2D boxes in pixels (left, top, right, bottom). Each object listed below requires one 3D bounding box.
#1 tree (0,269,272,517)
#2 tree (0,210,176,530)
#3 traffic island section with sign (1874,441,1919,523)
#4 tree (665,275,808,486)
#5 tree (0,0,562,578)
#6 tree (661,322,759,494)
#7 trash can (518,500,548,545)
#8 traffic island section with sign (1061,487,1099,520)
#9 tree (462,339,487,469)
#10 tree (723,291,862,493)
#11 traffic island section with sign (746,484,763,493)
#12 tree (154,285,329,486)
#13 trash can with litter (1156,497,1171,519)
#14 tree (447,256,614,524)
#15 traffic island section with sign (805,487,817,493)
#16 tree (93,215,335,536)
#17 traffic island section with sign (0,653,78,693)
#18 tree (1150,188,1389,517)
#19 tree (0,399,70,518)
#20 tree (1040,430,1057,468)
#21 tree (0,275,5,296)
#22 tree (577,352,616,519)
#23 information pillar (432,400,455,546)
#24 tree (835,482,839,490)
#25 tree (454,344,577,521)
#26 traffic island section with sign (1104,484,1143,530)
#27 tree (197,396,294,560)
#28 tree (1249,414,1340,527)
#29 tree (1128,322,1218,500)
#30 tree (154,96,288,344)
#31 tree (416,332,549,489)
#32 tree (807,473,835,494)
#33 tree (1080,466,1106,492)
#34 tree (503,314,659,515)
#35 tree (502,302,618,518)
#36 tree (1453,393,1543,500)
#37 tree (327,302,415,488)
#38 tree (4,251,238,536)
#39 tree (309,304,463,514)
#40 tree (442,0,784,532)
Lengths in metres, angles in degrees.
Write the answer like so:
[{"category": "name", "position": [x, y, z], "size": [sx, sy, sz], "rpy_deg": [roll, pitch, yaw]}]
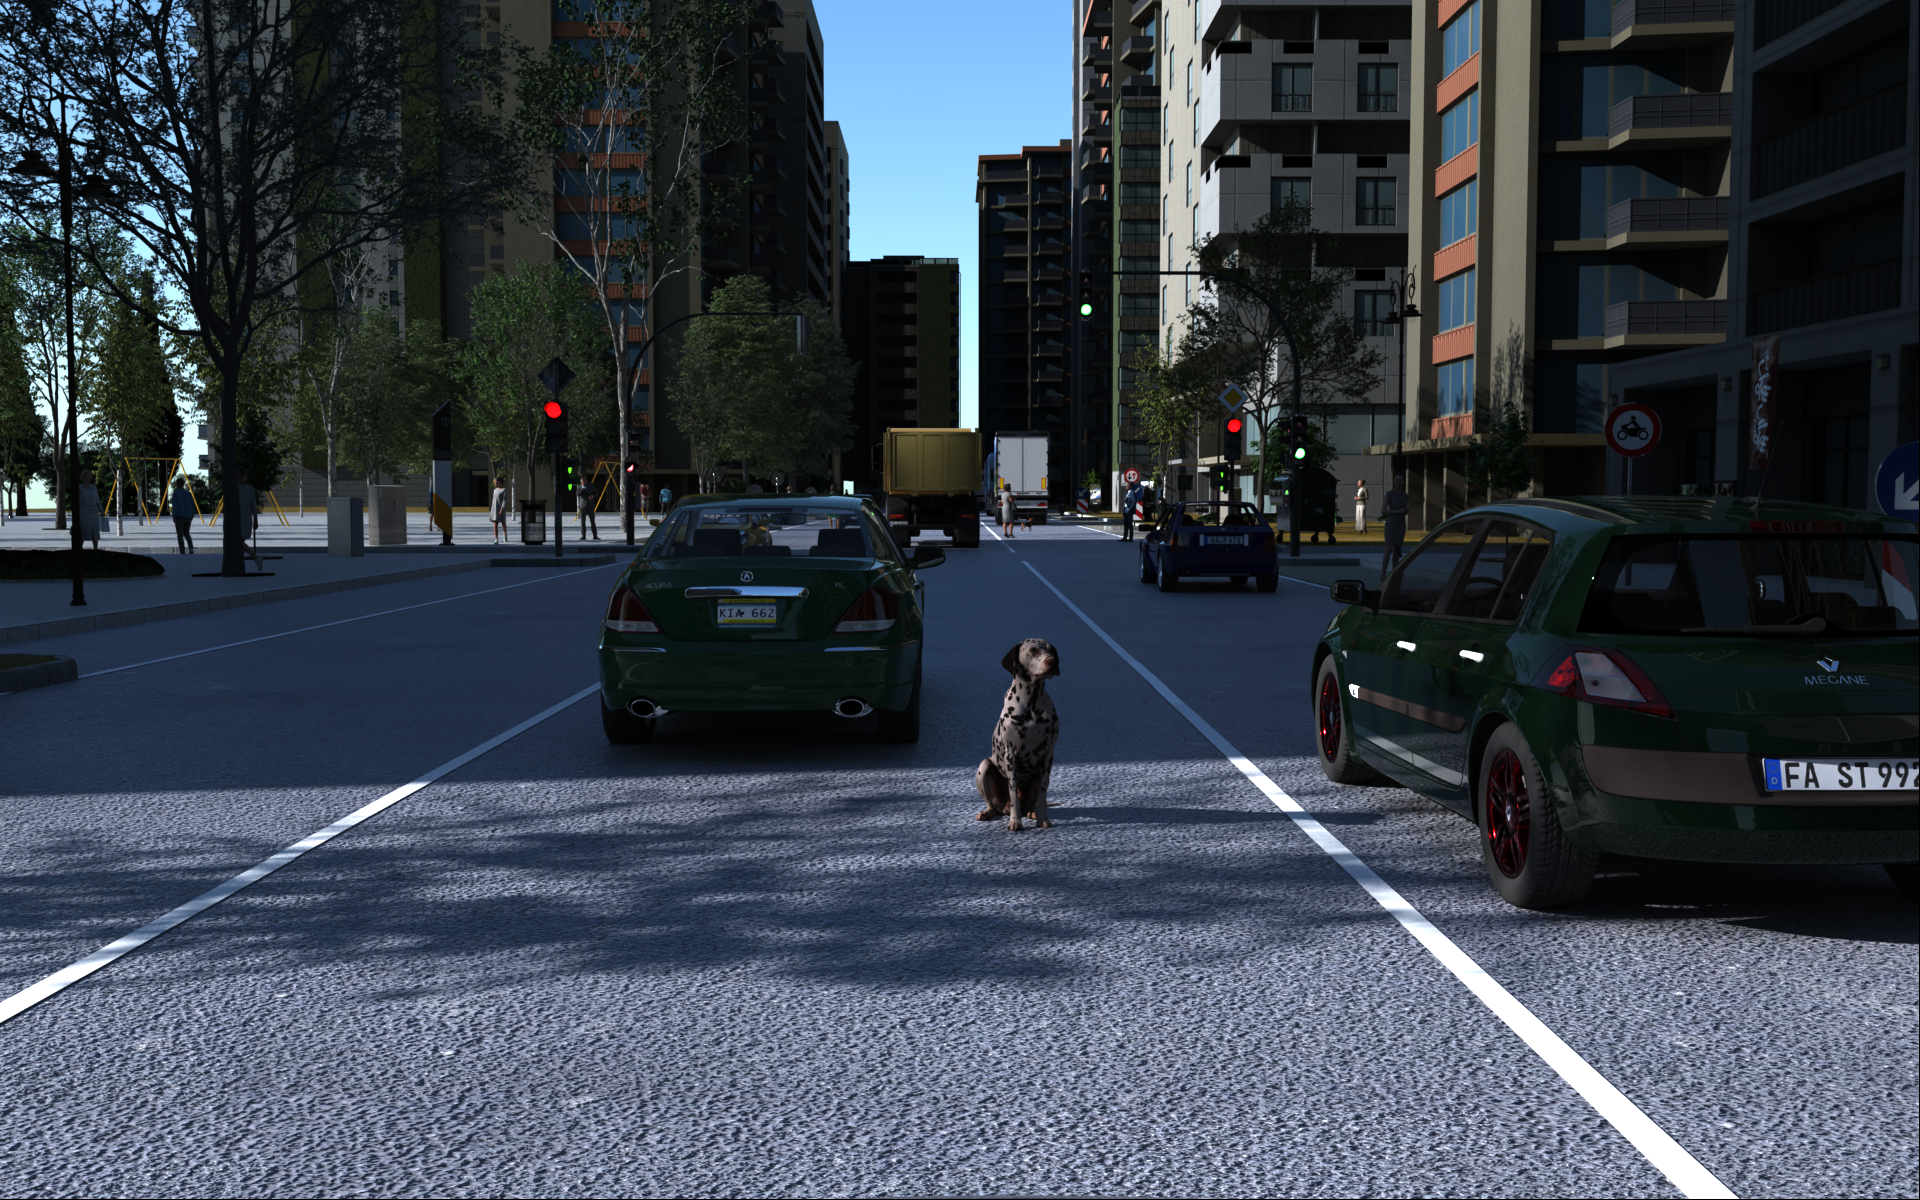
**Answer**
[{"category": "tree", "position": [-50.462, -12.413, 104.776], "size": [13.155, 14.587, 18.604], "rpy_deg": [0, 4, -3]}, {"category": "tree", "position": [-32.209, -8.323, 61.834], "size": [9.928, 11.665, 9.643], "rpy_deg": [0, 3, 0]}, {"category": "traffic island section with sign", "position": [7.012, -0.307, 13.644], "size": [1.989, 1.847, 2.006], "rpy_deg": [0, 4, 0]}, {"category": "tree", "position": [-11.553, -10.519, 90.120], "size": [7.486, 12.596, 7.792], "rpy_deg": [0, 3, 0]}, {"category": "tree", "position": [-11.415, -7.117, 26.740], "size": [12.009, 13.543, 11.850], "rpy_deg": [0, 3, 0]}, {"category": "tree", "position": [-10.885, -7.545, 73.721], "size": [4.360, 8.622, 3.978], "rpy_deg": [0, 3, 0]}, {"category": "trash can", "position": [-10.763, -1.959, 43.683], "size": [0.748, 1.137, 0.748], "rpy_deg": [0, 3, 0]}, {"category": "traffic island section with sign", "position": [6.586, -5.318, 95.576], "size": [1.989, 1.847, 2.006], "rpy_deg": [0, 4, 0]}, {"category": "tree", "position": [-34.350, -11.901, 112.712], "size": [7.486, 12.596, 7.792], "rpy_deg": [0, 3, 0]}, {"category": "tree", "position": [-10.795, -12.482, 110.735], "size": [9.857, 13.997, 8.962], "rpy_deg": [0, 3, 0]}, {"category": "traffic island section with sign", "position": [-8.097, -3.662, 68.509], "size": [1.989, 1.847, 2.006], "rpy_deg": [0, 4, 0]}, {"category": "tree", "position": [-24.396, -6.606, 58.371], "size": [4.360, 8.622, 3.978], "rpy_deg": [0, 3, 0]}, {"category": "trash can with litter", "position": [8.848, -3.793, 73.409], "size": [1.055, 1.170, 0.624], "rpy_deg": [3, 4, 37]}, {"category": "tree", "position": [-18.663, -9.157, 75.472], "size": [9.928, 11.665, 9.643], "rpy_deg": [0, 3, 0]}, {"category": "traffic island section with sign", "position": [-8.239, -5.357, 96.210], "size": [1.989, 1.847, 2.006], "rpy_deg": [0, 4, 0]}, {"category": "tree", "position": [-18.948, -5.810, 45.350], "size": [4.737, 8.622, 4.395], "rpy_deg": [0, 3, 0]}, {"category": "traffic island section with sign", "position": [-7.803, -0.259, 12.862], "size": [1.989, 1.847, 2.006], "rpy_deg": [0, 4, 0]}, {"category": "tree", "position": [9.420, -7.215, 52.371], "size": [7.601, 10.594, 8.767], "rpy_deg": [-1, 4, -12]}, {"category": "tree", "position": [-52.961, -7.432, 84.420], "size": [11.467, 7.101, 20.602], "rpy_deg": [0, 4, -1]}, {"category": "tree", "position": [9.128, -14.961, 194.980], "size": [4.360, 8.622, 3.978], "rpy_deg": [0, 3, 0]}, {"category": "tree", "position": [-33.692, -6.374, 54.573], "size": [4.737, 8.622, 4.395], "rpy_deg": [0, 3, 0]}, {"category": "tree", "position": [-19.852, -8.470, 88.844], "size": [4.737, 8.622, 4.395], "rpy_deg": [0, 3, 0]}, {"category": "information pillar", "position": [-12.807, -3.152, 42.882], "size": [0.183, 3.616, 0.504], "rpy_deg": [3, 5, 41]}, {"category": "tree", "position": [-11.681, -9.922, 156.830], "size": [1.663, 3.219, 1.824], "rpy_deg": [0, 3, 0]}, {"category": "tree", "position": [-21.628, -8.100, 82.799], "size": [4.737, 8.622, 4.395], "rpy_deg": [0, 3, 0]}, {"category": "traffic island section with sign", "position": [6.739, -3.669, 68.622], "size": [1.989, 1.847, 2.006], "rpy_deg": [0, 4, 0]}, {"category": "tree", "position": [-13.987, -2.426, 34.275], "size": [1.663, 3.219, 1.824], "rpy_deg": [0, 3, 0]}, {"category": "tree", "position": [12.866, -5.064, 66.511], "size": [4.285, 4.588, 4.351], "rpy_deg": [0, 3, 0]}, {"category": "tree", "position": [9.127, -7.652, 75.467], "size": [4.737, 8.622, 4.395], "rpy_deg": [0, 3, 0]}, {"category": "tree", "position": [-31.470, -13.923, 83.534], "size": [12.611, 20.169, 13.585], "rpy_deg": [0, 3, 0]}, {"category": "tree", "position": [-25.697, -9.886, 96.050], "size": [8.767, 10.594, 7.601], "rpy_deg": [-1, 4, -18]}, {"category": "tree", "position": [-11.708, -9.120, 143.721], "size": [1.663, 3.219, 1.824], "rpy_deg": [0, 3, 0]}, {"category": "tree", "position": [9.231, -7.756, 121.409], "size": [1.663, 3.219, 1.824], "rpy_deg": [0, 3, 0]}, {"category": "tree", "position": [-23.736, -11.712, 108.502], "size": [9.611, 12.733, 9.660], "rpy_deg": [0, 3, 0]}, {"category": "tree", "position": [-15.494, -7.152, 67.291], "size": [4.360, 8.622, 3.978], "rpy_deg": [0, 3, 0]}, {"category": "tree", "position": [10.491, -2.342, 32.894], "size": [1.663, 3.219, 1.824], "rpy_deg": [0, 3, 0]}, {"category": "tree", "position": [-22.564, -7.067, 65.910], "size": [4.360, 8.622, 3.978], "rpy_deg": [0, 3, 0]}, {"category": "tree", "position": [-25.859, -6.304, 53.427], "size": [4.737, 8.622, 4.395], "rpy_deg": [0, 3, 0]}, {"category": "tree", "position": [-34.863, -11.316, 103.150], "size": [7.486, 12.596, 7.792], "rpy_deg": [0, 3, 0]}, {"category": "tree", "position": [-12.211, -12.255, 56.261], "size": [12.611, 20.169, 13.585], "rpy_deg": [0, 3, 0]}]
